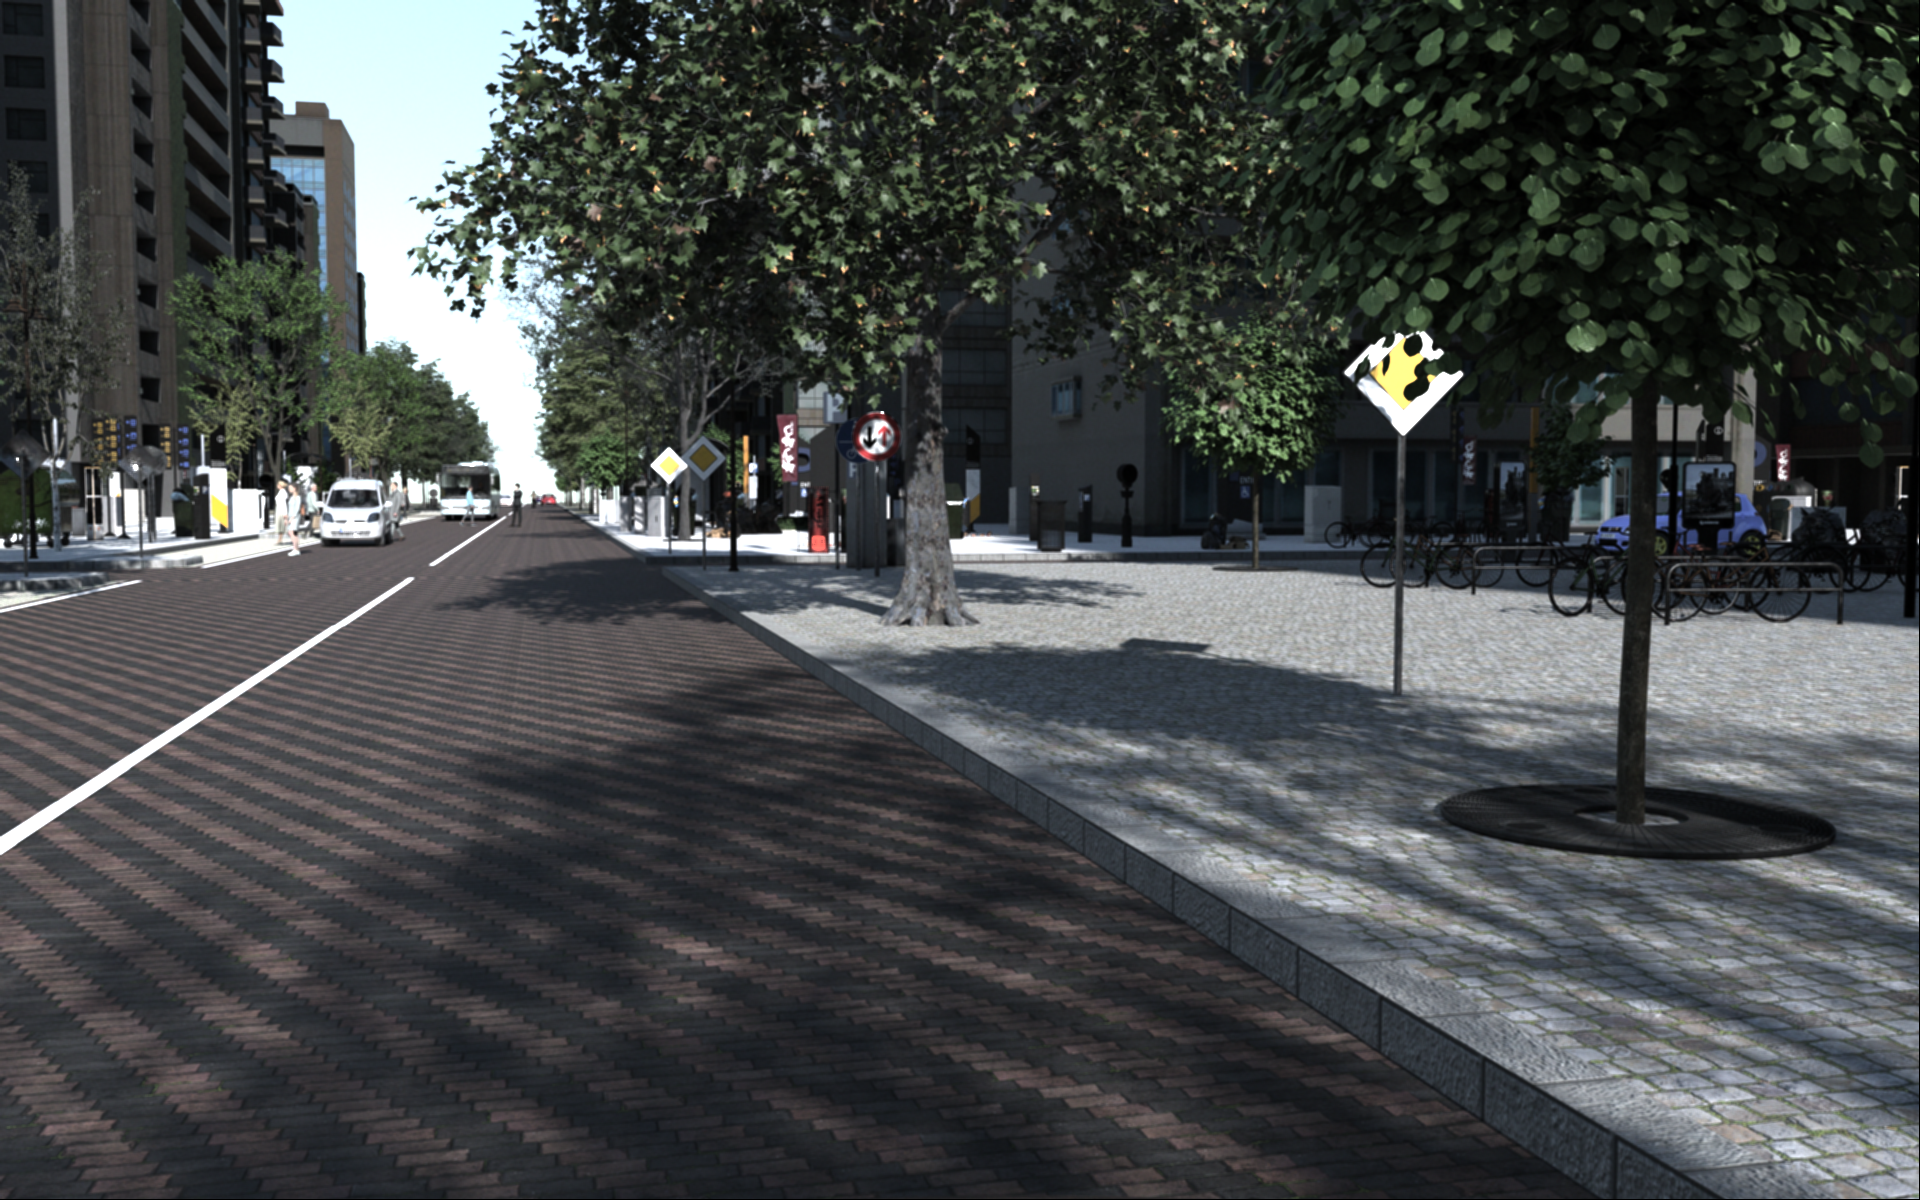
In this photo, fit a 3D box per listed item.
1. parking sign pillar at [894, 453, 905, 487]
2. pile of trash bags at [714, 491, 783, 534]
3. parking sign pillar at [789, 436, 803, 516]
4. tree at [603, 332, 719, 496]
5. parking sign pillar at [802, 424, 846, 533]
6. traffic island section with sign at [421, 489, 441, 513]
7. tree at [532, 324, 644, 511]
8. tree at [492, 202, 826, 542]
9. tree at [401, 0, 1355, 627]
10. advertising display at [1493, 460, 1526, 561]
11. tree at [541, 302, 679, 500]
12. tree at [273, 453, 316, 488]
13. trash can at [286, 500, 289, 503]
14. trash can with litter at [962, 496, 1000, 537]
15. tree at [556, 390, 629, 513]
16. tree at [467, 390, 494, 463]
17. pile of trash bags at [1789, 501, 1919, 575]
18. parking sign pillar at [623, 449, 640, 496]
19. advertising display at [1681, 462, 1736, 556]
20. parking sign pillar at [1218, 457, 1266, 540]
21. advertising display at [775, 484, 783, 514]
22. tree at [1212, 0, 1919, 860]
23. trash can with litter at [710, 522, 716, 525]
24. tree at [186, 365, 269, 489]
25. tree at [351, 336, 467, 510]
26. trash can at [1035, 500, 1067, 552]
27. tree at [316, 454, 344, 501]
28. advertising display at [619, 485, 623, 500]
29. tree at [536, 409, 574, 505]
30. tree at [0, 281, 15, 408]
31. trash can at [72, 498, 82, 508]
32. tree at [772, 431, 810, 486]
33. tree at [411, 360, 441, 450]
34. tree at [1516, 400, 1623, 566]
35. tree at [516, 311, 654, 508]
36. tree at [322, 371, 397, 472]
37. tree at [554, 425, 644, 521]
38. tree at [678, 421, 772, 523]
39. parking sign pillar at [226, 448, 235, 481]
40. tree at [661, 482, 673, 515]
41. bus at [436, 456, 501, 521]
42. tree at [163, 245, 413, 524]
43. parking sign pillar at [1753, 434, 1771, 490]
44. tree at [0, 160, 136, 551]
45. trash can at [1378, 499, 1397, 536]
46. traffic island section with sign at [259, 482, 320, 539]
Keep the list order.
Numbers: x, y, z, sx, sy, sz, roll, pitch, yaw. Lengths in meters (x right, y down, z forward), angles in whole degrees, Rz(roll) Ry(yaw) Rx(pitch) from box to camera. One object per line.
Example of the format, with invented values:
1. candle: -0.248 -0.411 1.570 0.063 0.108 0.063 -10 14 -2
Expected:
1. parking sign pillar: -3.268 -6.526 95.179 1.447 3.967 1.447 1 4 12
2. pile of trash bags: -7.147 -2.872 56.709 1.912 1.369 3.447 -2 4 -25
3. parking sign pillar: -6.501 -5.135 72.429 1.447 3.967 1.447 -1 4 -9
4. tree: -9.723 -6.539 57.275 4.360 8.622 3.978 0 3 0
5. parking sign pillar: -4.315 -4.226 57.564 1.447 3.967 1.447 0 4 3
6. traffic island section with sign: -39.772 -7.491 131.105 1.989 1.847 2.006 -1 4 -14
7. tree: -27.415 -13.689 130.466 9.857 13.997 8.962 0 3 0
8. tree: -7.371 -8.348 46.853 12.009 13.543 11.850 0 3 0
9. tree: -0.436 -6.102 16.780 9.611 12.733 9.660 0 3 0
10. advertising display: 10.386 -1.683 32.739 0.974 1.923 0.123 -3 5 -42
11. tree: -17.952 -10.534 90.353 7.486 12.596 7.792 0 3 0
12. tree: -31.277 -5.288 81.053 1.663 3.219 1.824 0 3 0
13. trash can: -29.412 -3.952 76.261 0.748 1.137 0.748 0 3 0
14. trash can with litter: 0.459 -2.538 52.546 2.233 1.210 1.678 -3 5 -40
15. tree: -24.005 -10.059 114.834 4.737 8.622 4.395 0 3 0
16. tree: -54.354 -16.813 181.543 9.857 13.997 8.962 0 3 0
17. pile of trash bags: 15.326 -1.129 28.207 3.447 1.369 1.912 2 4 33
18. parking sign pillar: -20.523 -7.315 108.079 1.447 3.967 1.447 -3 5 -44
19. advertising display: 14.935 -1.796 34.572 0.974 1.923 0.123 1 4 13
20. parking sign pillar: 7.861 -3.673 48.518 1.447 3.967 1.447 -2 4 -31
21. advertising display: -11.661 -6.532 112.003 0.123 1.923 0.974 -3 4 -37
22. tree: 2.625 -1.396 6.547 4.285 4.588 4.351 0 3 0
23. trash can with litter: -10.123 -3.723 72.258 0.624 1.170 1.055 0 4 1
24. tree: -40.080 -8.879 95.536 4.737 8.622 4.395 0 3 0
25. tree: -44.392 -14.172 138.368 9.857 13.997 8.962 0 3 0
26. trash can: 2.018 -1.632 38.343 0.748 1.137 0.748 0 3 0
27. tree: -30.567 -5.428 83.357 1.663 3.219 1.824 0 3 0
28. advertising display: -20.220 -6.037 103.915 0.123 1.923 0.974 0 4 8
29. tree: -44.584 -16.617 197.444 9.928 11.665 9.643 0 3 0
30. tree: -15.360 -6.218 18.673 9.611 12.733 9.660 0 3 0
31. trash can: -36.422 -3.636 71.103 0.748 1.137 0.748 0 3 0
32. tree: -8.582 -6.569 91.125 4.285 4.588 4.351 0 3 0
33. tree: -40.786 -12.012 122.147 9.928 11.665 9.643 0 3 0
34. tree: 10.376 -2.151 29.775 1.663 3.219 1.824 0 3 0
35. tree: -33.588 -18.310 155.264 12.611 20.169 13.585 0 3 0
36. tree: -36.469 -9.428 104.518 4.737 8.622 4.395 0 3 0
37. tree: -16.742 -6.009 81.966 4.285 4.588 4.351 0 3 0
38. tree: -11.084 -5.789 78.363 4.285 4.588 4.351 0 3 0
39. parking sign pillar: -42.820 -6.910 101.455 1.447 3.967 1.447 -1 4 -12
40. tree: -17.053 -6.761 105.136 1.663 3.219 1.824 0 3 0
41. bus: -27.217 -6.218 96.523 2.948 3.499 13.247 -1 4 -12
42. tree: -29.236 -9.042 73.585 9.928 11.665 9.643 0 3 0
43. parking sign pillar: 28.572 -4.533 62.583 1.447 3.967 1.447 2 4 27
44. tree: -20.204 -5.387 38.433 4.360 8.622 3.978 0 3 0
45. trash can: 13.094 -2.518 52.817 0.748 1.137 0.748 0 3 0
46. traffic island section with sign: -21.688 -2.926 56.467 1.989 1.847 2.006 -1 4 -14
